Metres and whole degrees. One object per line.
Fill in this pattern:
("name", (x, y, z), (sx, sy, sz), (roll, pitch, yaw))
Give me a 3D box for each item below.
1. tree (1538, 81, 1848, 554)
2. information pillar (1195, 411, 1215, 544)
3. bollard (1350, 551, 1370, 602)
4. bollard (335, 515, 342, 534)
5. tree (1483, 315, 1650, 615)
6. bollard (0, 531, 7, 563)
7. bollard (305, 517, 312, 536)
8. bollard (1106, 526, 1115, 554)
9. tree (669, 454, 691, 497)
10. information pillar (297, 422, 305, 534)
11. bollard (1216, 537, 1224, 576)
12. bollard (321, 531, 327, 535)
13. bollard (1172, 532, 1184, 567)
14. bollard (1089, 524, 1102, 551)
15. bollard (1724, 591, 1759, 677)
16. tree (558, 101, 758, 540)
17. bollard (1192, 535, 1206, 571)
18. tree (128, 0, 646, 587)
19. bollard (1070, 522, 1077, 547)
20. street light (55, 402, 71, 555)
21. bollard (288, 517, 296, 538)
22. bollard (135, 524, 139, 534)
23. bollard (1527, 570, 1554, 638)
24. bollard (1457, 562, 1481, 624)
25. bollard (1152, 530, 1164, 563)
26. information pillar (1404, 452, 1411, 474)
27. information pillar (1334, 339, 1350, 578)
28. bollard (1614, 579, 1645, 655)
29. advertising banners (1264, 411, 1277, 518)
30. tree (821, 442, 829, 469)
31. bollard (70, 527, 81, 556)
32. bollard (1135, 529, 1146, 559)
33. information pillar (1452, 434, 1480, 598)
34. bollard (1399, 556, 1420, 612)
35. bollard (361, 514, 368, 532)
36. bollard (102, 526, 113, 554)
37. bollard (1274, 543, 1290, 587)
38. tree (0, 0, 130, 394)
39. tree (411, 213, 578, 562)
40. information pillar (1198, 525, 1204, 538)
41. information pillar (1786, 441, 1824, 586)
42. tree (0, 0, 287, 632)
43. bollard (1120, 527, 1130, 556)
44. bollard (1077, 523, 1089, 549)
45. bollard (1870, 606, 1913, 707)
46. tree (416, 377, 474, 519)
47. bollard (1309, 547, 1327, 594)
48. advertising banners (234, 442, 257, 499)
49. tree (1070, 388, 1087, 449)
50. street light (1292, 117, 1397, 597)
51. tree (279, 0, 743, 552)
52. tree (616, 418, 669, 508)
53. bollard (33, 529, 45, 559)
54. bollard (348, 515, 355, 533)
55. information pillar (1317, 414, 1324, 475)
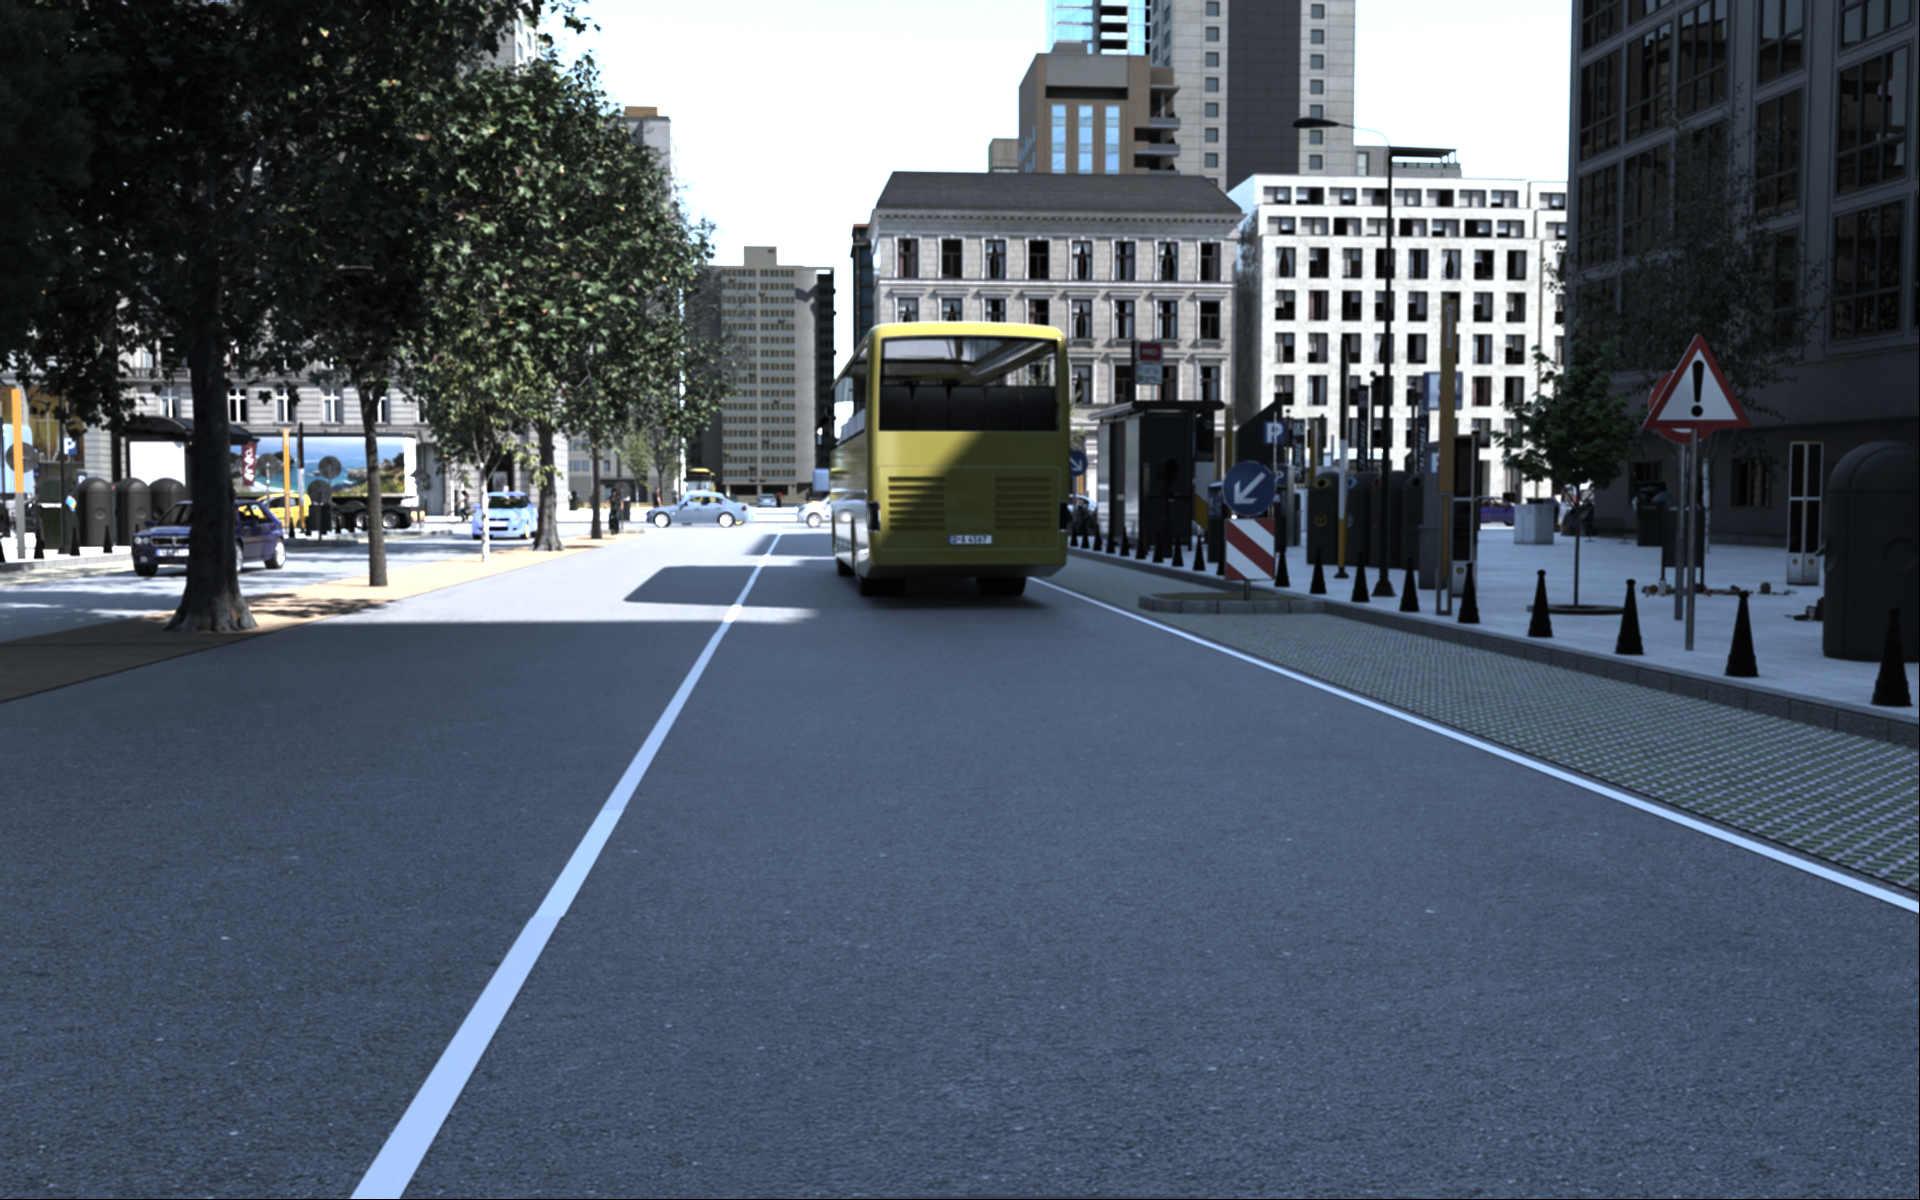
("tree", (13.027, -4.958, 31.431), (4.360, 8.622, 3.978), (0, 3, 0))
("information pillar", (6.317, -3.255, 44.572), (0.504, 3.616, 0.183), (1, 4, 10))
("bollard", (4.765, -0.279, 20.596), (0.229, 0.601, 0.229), (0, 3, 0))
("bollard", (-20.085, -2.439, 55.923), (0.229, 0.601, 0.229), (0, 3, 0))
("tree", (6.757, -1.487, 18.912), (1.663, 3.219, 1.824), (0, 3, 0))
("bollard", (-17.961, -0.999, 32.373), (0.229, 0.601, 0.229), (0, 3, 0))
("bollard", (-19.781, -2.234, 52.559), (0.229, 0.601, 0.229), (0, 3, 0))
("bollard", (3.252, -1.307, 37.409), (0.229, 0.601, 0.229), (0, 3, 0))
("tree", (-35.343, -16.096, 213.529), (4.737, 8.622, 4.395), (0, 3, 0))
("information pillar", (-21.435, -3.974, 56.334), (0.183, 3.616, 0.504), (-2, 4, -33))
("bollard", (4.155, -0.690, 27.329), (0.229, 0.601, 0.229), (0, 3, 0))
("bollard", (-19.933, -2.337, 54.245), (0.229, 0.601, 0.229), (0, 3, 0))
("bollard", (3.859, -0.896, 30.689), (0.229, 0.601, 0.229), (0, 3, 0))
("bollard", (3.102, -1.409, 39.087), (0.229, 0.601, 0.229), (0, 3, 0))
("bollard", (5.517, 0.234, 12.209), (0.229, 0.601, 0.229), (0, 3, 0))
("tree", (-11.392, -8.631, 53.951), (12.009, 13.543, 11.850), (0, 3, 0))
("bollard", (4.006, -0.793, 29.011), (0.229, 0.601, 0.229), (0, 3, 0))
("tree", (-8.979, -5.498, 26.755), (8.767, 10.594, 7.601), (0, 4, -5))
("bollard", (2.796, -1.615, 42.453), (0.229, 0.601, 0.229), (0, 3, 0))
("street light", (-18.422, -3.916, 36.560), (1.470, 5.913, 1.316), (0, 4, -5))
("bollard", (-19.631, -2.131, 50.882), (0.229, 0.601, 0.229), (0, 3, 0))
("bollard", (-18.568, -1.410, 39.098), (0.229, 0.601, 0.229), (0, 3, 0))
("bollard", (5.220, 0.029, 15.564), (0.229, 0.601, 0.229), (0, 3, 0))
("bollard", (5.068, -0.073, 17.242), (0.229, 0.601, 0.229), (0, 3, 0))
("bollard", (3.703, -0.999, 32.372), (0.229, 0.601, 0.229), (0, 3, 0))
("information pillar", (23.524, -6.077, 90.715), (0.504, 3.616, 0.183), (0, 4, -7))
("information pillar", (5.871, -2.149, 26.492), (0.183, 3.616, 0.504), (1, 4, 19))
("bollard", (5.373, 0.132, 13.887), (0.229, 0.601, 0.229), (0, 3, 0))
("advertising banners", (6.483, -2.439, 36.069), (0.090, 3.025, 2.074), (1, 4, 16))
("tree", (-12.653, -18.654, 221.993), (9.611, 12.733, 9.660), (0, 3, 0))
("bollard", (-18.266, -1.205, 35.738), (0.229, 0.601, 0.229), (0, 3, 0))
("bollard", (3.553, -1.101, 34.050), (0.229, 0.601, 0.229), (0, 3, 0))
("information pillar", (6.259, -1.042, 21.526), (0.304, 2.012, 0.304), (2, 4, 27))
("bollard", (4.913, -0.176, 18.919), (0.229, 0.601, 0.229), (0, 3, 0))
("bollard", (-20.385, -2.645, 59.294), (0.229, 0.601, 0.229), (0, 3, 0))
("bollard", (-18.419, -1.307, 37.415), (0.229, 0.601, 0.229), (0, 3, 0))
("bollard", (4.460, -0.485, 23.971), (0.229, 0.601, 0.229), (0, 3, 0))
("tree", (-7.769, -5.216, 9.793), (6.751, 12.117, 7.091), (0, 3, 0))
("tree", (-9.829, -5.063, 35.606), (4.737, 8.622, 4.395), (0, 3, 0))
("information pillar", (7.206, -2.853, 51.141), (0.304, 2.012, 0.304), (0, 4, -5))
("information pillar", (11.843, -1.210, 24.281), (0.304, 2.012, 0.304), (-1, 4, -18))
("tree", (-7.899, -6.030, 18.062), (9.611, 12.733, 9.660), (0, 3, 0))
("bollard", (3.398, -1.204, 35.731), (0.229, 0.601, 0.229), (0, 3, 0))
("bollard", (2.950, -1.512, 40.764), (0.229, 0.601, 0.229), (0, 3, 0))
("bollard", (5.669, 0.337, 10.526), (0.229, 0.601, 0.229), (0, 3, 0))
("tree", (-25.899, -8.479, 88.987), (4.360, 8.622, 3.978), (0, 3, 0))
("bollard", (4.612, -0.382, 22.290), (0.229, 0.601, 0.229), (0, 3, 0))
("advertising banners", (-24.803, -3.820, 58.648), (2.074, 3.025, 0.090), (0, 4, -1))
("tree", (4.601, -8.799, 94.219), (4.737, 8.622, 4.395), (0, 3, 0))
("street light", (4.789, -2.998, 21.562), (1.470, 5.913, 1.316), (0, 4, -5))
("tree", (-10.348, -7.564, 43.136), (9.611, 12.733, 9.660), (0, 3, 0))
("tree", (-30.349, -12.969, 162.409), (4.737, 8.622, 4.395), (0, 3, 0))
("bollard", (-18.116, -1.101, 34.050), (0.229, 0.601, 0.229), (0, 3, 0))
("bollard", (-20.233, -2.542, 57.602), (0.229, 0.601, 0.229), (0, 3, 0))
("information pillar", (10.478, -3.638, 50.843), (0.183, 3.616, 0.504), (-2, 4, -32))
